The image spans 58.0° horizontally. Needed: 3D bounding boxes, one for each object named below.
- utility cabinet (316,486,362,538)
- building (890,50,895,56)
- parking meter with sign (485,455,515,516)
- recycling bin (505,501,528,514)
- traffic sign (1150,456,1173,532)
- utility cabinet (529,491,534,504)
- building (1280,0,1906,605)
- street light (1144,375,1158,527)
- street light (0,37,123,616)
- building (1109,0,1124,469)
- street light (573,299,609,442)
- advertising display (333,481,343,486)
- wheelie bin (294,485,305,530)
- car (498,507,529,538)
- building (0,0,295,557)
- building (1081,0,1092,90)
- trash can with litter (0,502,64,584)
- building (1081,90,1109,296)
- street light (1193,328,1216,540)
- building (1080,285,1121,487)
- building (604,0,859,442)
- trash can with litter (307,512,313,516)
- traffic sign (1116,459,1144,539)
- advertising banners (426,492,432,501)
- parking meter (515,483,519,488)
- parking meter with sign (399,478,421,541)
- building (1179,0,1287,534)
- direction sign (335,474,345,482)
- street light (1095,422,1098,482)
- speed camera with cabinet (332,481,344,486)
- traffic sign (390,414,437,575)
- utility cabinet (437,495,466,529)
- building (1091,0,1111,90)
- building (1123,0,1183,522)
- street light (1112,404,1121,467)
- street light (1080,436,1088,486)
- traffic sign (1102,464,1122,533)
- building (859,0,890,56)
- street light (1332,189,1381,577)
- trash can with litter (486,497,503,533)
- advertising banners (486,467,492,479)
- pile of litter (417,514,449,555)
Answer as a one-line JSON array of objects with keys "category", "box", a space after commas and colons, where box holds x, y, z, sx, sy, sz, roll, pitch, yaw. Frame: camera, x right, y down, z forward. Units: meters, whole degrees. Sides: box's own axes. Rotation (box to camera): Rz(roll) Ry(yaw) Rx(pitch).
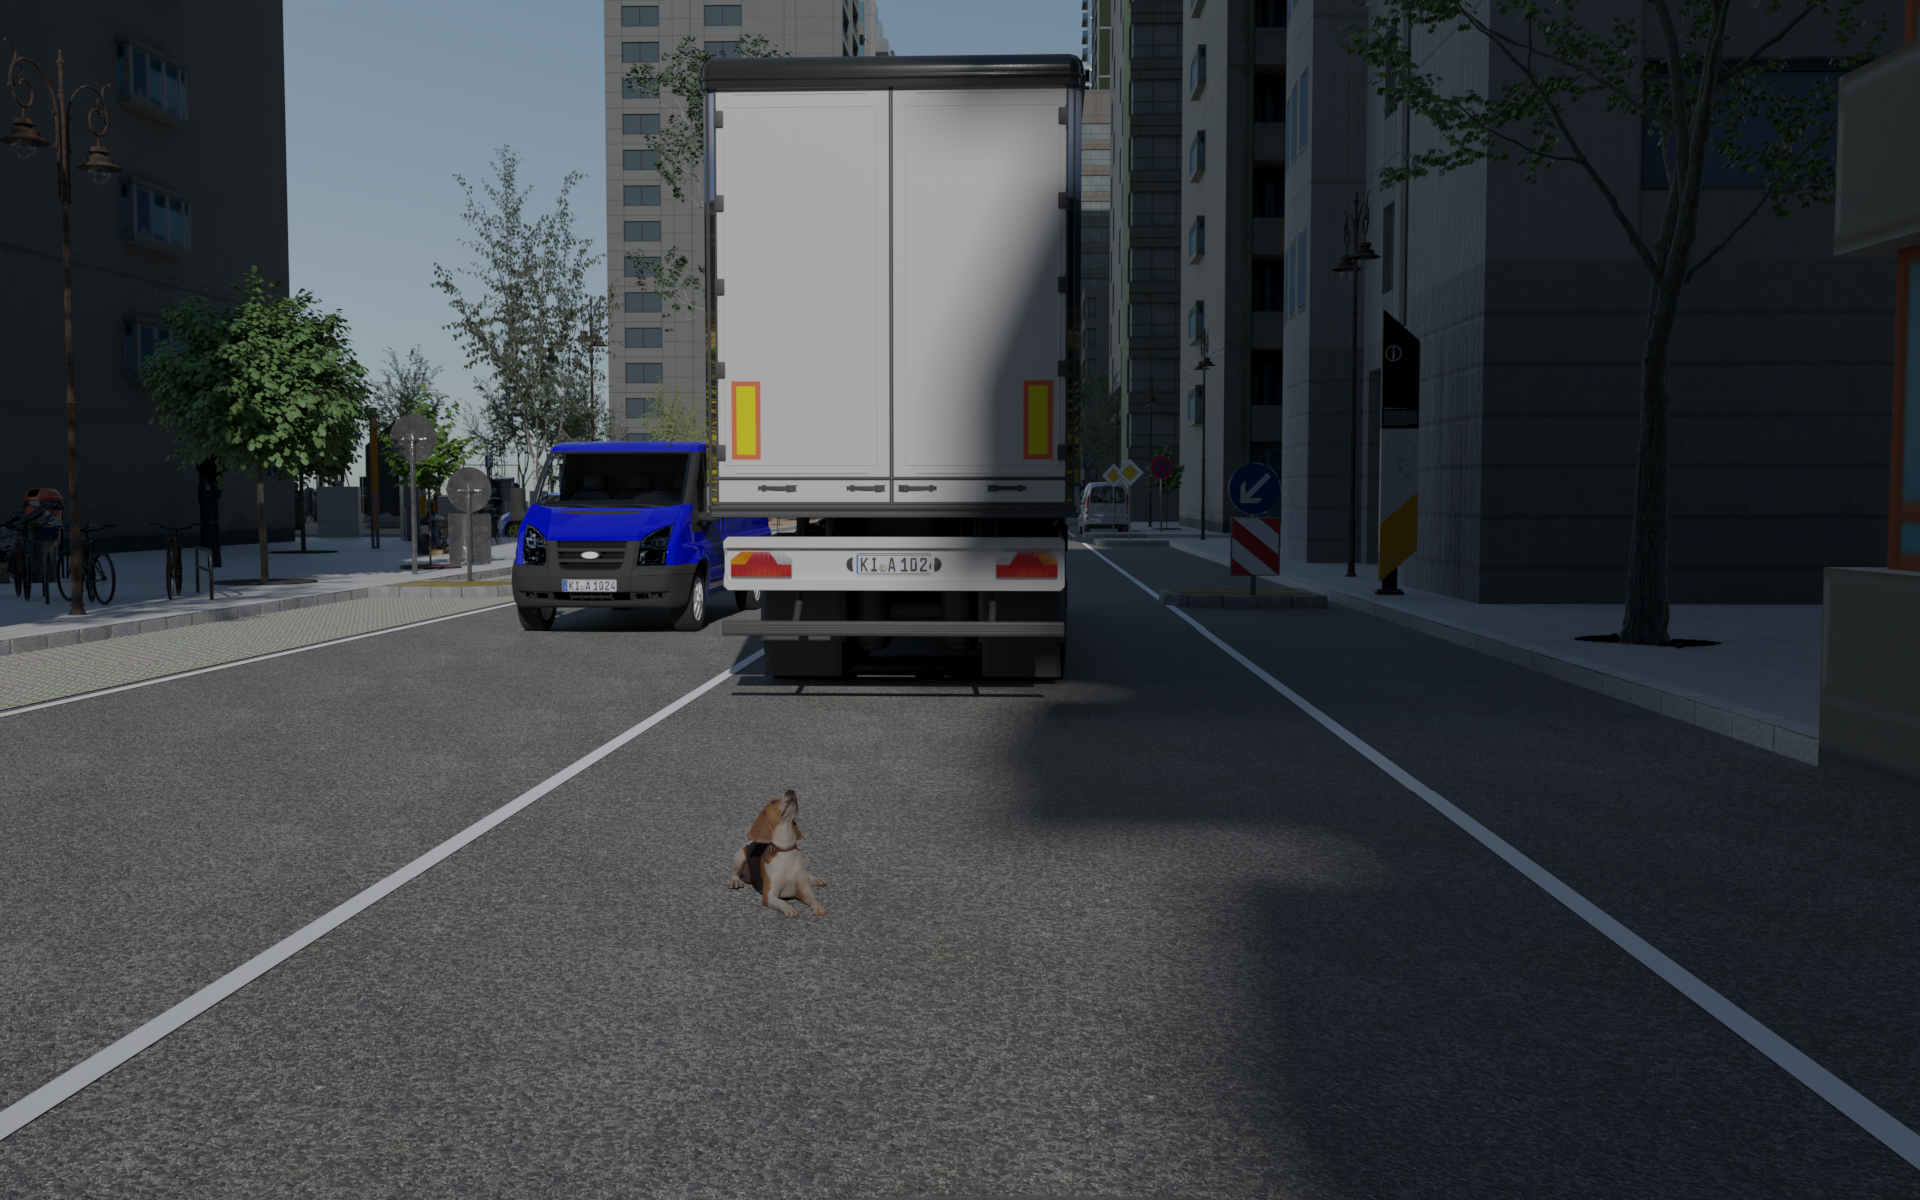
[{"category": "utility cabinet", "box": [-17.974, -2.537, 50.155, 1.173, 1.500, 0.318, 0, 4, -4]}, {"category": "building", "box": [-15.491, -34.896, 194.254, 21.300, 48.544, 21.600, 0, 4, 2]}, {"category": "parking meter with sign", "box": [-20.376, -4.982, 77.709, 1.738, 3.016, 0.543, 1, 4, 15]}, {"category": "recycling bin", "box": [-15.806, -3.011, 61.779, 0.722, 1.027, 0.722, 0, 4, -5]}, {"category": "traffic sign", "box": [6.826, -3.584, 58.710, 0.768, 2.556, 0.104, 0, 4, 8]}, {"category": "utility cabinet", "box": [-28.943, -6.741, 118.901, 1.173, 1.500, 0.318, -1, 4, -20]}, {"category": "building", "box": [16.985, -29.971, 32.033, 21.231, 58.520, 28.212, 0, 4, 2]}, {"category": "street light", "box": [7.397, -5.774, 67.199, 0.468, 5.910, 1.993, 0, 4, 2]}, {"category": "street light", "box": [-9.356, -2.777, 18.186, 0.468, 5.910, 1.993, 0, 4, 2]}, {"category": "building", "box": [24.267, -32.274, 116.918, 28.713, 52.752, 27.495, 0, 4, 2]}, {"category": "street light", "box": [-8.631, -4.152, 40.671, 0.468, 5.910, 1.993, 0, 4, 2]}, {"category": "advertising display", "box": [-30.083, -4.804, 83.759, 0.123, 1.923, 0.974, 0, 4, 2]}, {"category": "wheelie bin", "box": [-23.749, -3.287, 61.653, 0.693, 1.594, 0.980, -3, 5, -41]}, {"category": "car", "box": [-12.231, -2.646, 52.854, 3.694, 1.707, 1.945, 0, 4, 3]}, {"category": "building", "box": [-28.888, -25.173, 35.276, 21.600, 48.544, 21.300, 0, 4, 2]}, {"category": "building", "box": [25.379, -57.447, 251.933, 22.319, 86.520, 31.000, 0, 4, 2]}, {"category": "trash can with litter", "box": [-13.533, -0.830, 24.950, 1.055, 1.170, 0.624, -3, 4, -37]}, {"category": "building", "box": [19.117, -30.268, 178.477, 14.154, 41.232, 14.086, 0, 4, 2]}, {"category": "street light", "box": [6.821, -4.628, 48.455, 0.468, 5.910, 1.993, 0, 4, 2]}, {"category": "building", "box": [24.605, -19.107, 157.439, 27.650, 21.520, 28.899, 0, 4, 2]}, {"category": "building", "box": [-16.632, -43.049, 142.108, 20.563, 71.187, 20.611, 0, 4, 2]}, {"category": "trash can with litter", "box": [-37.132, -5.406, 99.773, 1.055, 1.170, 0.624, 1, 4, 8]}, {"category": "traffic sign", "box": [4.793, -2.769, 48.922, 0.795, 2.450, 0.064, 0, 4, 2]}, {"category": "advertising banners", "box": [-27.690, -5.713, 89.594, 0.090, 3.025, 2.074, 0, 4, 1]}, {"category": "parking meter", "box": [-22.681, -5.060, 88.447, 0.255, 1.863, 0.399, 1, 4, 8]}, {"category": "parking meter with sign", "box": [-15.202, -3.148, 47.724, 0.543, 3.016, 1.738, -2, 4, -27]}, {"category": "building", "box": [19.371, -26.996, 65.080, 21.600, 48.544, 21.300, 0, 4, 2]}, {"category": "direction sign", "box": [-40.100, -7.336, 111.932, 0.379, 3.537, 0.876, 2, 4, 28]}, {"category": "street light", "box": [8.685, -8.411, 110.312, 0.468, 5.910, 1.993, 0, 4, 2]}, {"category": "speed camera with cabinet", "box": [-41.835, -7.575, 118.192, 2.038, 3.252, 0.660, 1, 4, 11]}, {"category": "traffic sign", "box": [-8.690, -1.677, 27.525, 0.768, 2.556, 0.104, 0, 4, 5]}, {"category": "utility cabinet", "box": [-18.763, -3.228, 63.944, 1.020, 1.237, 0.306, 1, 4, 14]}, {"category": "building", "box": [23.167, -46.270, 194.764, 20.563, 71.187, 20.611, 0, 4, 2]}, {"category": "building", "box": [14.981, -24.575, 85.402, 14.154, 41.232, 14.086, 0, 4, 2]}, {"category": "street light", "box": [8.051, -7.088, 88.669, 0.468, 5.910, 1.993, 0, 4, 2]}, {"category": "street light", "box": [9.520, -9.711, 131.556, 0.468, 5.910, 1.993, 0, 4, 2]}, {"category": "traffic sign", "box": [5.051, -3.258, 56.903, 0.795, 2.450, 0.064, 0, 4, 2]}, {"category": "building", "box": [-17.452, -33.560, 168.309, 23.786, 49.044, 30.456, 0, 4, 2]}, {"category": "street light", "box": [6.070, -3.297, 26.690, 0.468, 5.910, 1.993, 0, 4, 2]}, {"category": "trash can with litter", "box": [-15.488, -2.804, 57.227, 0.624, 1.170, 1.055, -2, 4, -31]}, {"category": "advertising banners", "box": [-28.807, -6.850, 108.181, 2.074, 3.025, 0.090, 2, 4, 27]}, {"category": "pile of litter", "box": [-10.922, -1.408, 36.987, 1.176, 0.858, 1.719, 3, 5, 39]}]
